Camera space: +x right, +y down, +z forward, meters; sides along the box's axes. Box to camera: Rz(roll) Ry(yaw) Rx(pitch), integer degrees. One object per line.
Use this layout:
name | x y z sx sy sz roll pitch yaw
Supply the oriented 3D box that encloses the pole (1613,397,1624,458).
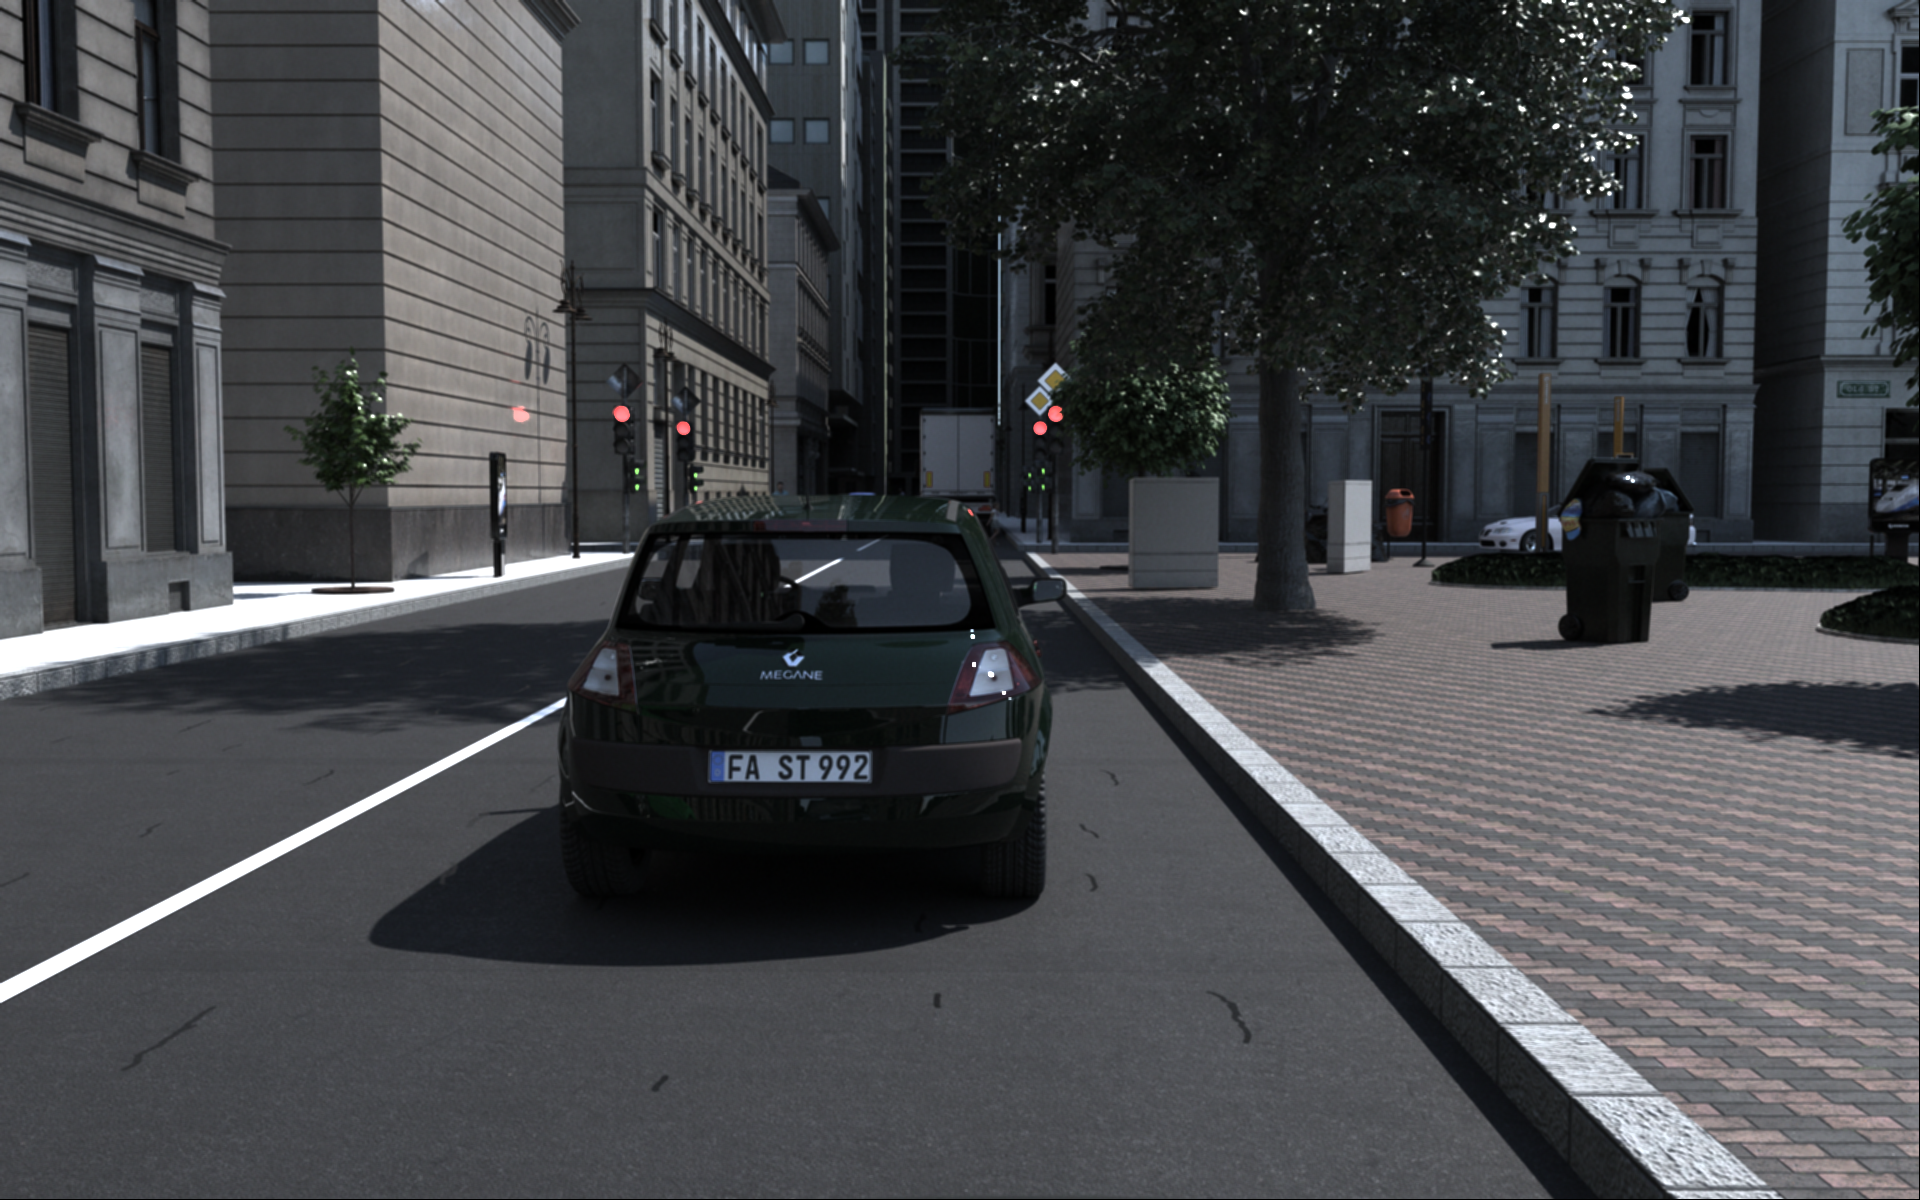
pole | 13.798 -2.599 36.336 0.158 3.312 0.155 0 3 0

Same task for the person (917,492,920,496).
person | -4.696 -11.457 196.735 0.541 1.710 0.530 -2 4 -34

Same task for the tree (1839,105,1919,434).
tree | 7.443 -1.677 11.135 4.285 4.588 4.351 0 3 0

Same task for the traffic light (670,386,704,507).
traffic light | -7.112 -3.432 45.026 0.839 4.253 0.868 0 4 0

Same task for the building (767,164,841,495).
building | -13.226 -14.932 95.055 10.553 20.767 40.483 0 4 0

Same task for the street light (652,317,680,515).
street light | -7.662 -4.434 45.277 0.468 5.910 1.993 0 4 0

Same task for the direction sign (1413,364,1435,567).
direction sign | 8.219 -2.361 30.592 0.379 3.537 0.876 0 4 4

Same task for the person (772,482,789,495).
person | -5.721 -2.876 55.544 0.660 1.820 0.620 -1 4 -21

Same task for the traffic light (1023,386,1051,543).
traffic light | 2.050 -3.430 45.005 0.839 4.253 0.868 0 4 0

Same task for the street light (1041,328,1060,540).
street light | 2.527 -4.628 48.449 0.468 5.910 1.993 0 4 0

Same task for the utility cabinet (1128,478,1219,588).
utility cabinet | 2.892 -0.906 23.484 1.173 1.500 0.318 0 4 -8

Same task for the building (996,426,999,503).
building | 14.732 -51.506 154.798 22.319 86.520 31.000 0 4 0

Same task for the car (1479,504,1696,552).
car | 14.506 -1.700 40.155 4.827 1.381 2.083 0 4 -1

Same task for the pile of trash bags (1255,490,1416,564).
pile of trash bags | 7.443 -1.439 33.277 3.447 1.369 1.912 -2 4 -34

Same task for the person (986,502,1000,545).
person | 0.939 -2.159 48.807 0.382 1.210 0.505 0 4 5

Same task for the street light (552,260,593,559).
street light | -7.651 -3.766 34.362 0.468 5.910 1.993 0 4 0

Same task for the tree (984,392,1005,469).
tree | 3.653 -10.607 123.780 4.360 8.622 3.978 0 3 0

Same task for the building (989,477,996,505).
building | 19.270 -30.077 183.638 32.217 40.220 23.993 0 4 0

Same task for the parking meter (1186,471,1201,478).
parking meter | 5.975 -2.363 44.344 0.255 1.863 0.399 2 4 33

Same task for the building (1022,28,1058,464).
building | 9.902 -15.519 72.823 14.460 24.649 34.723 0 4 0

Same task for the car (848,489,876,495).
car | -4.189 -3.937 73.963 1.945 1.707 3.694 0 4 2

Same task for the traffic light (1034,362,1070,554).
traffic light | 2.017 -2.942 37.020 0.839 4.253 0.868 0 4 0

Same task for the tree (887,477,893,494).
tree | -7.004 -10.503 166.319 1.663 3.219 1.824 0 3 0

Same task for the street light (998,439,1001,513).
street light | 2.849 -8.991 119.795 0.468 5.910 1.993 0 4 0

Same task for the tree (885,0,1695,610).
tree | 3.615 -6.865 18.897 9.857 13.997 8.962 0 3 0

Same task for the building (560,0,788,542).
building | -15.464 -13.837 59.515 16.112 22.955 30.059 0 4 0

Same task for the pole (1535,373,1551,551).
pole | 9.900 -2.175 29.405 0.158 3.312 0.155 0 3 0

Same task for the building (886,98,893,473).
building | -22.654 -34.527 184.131 30.456 49.044 23.786 0 4 0

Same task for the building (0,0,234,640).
building | -13.125 -9.869 10.513 9.793 20.994 18.267 0 4 0

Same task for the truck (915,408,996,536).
truck | -0.204 -4.475 62.084 2.839 4.237 11.283 0 4 -1

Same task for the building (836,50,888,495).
building | -13.898 -28.835 155.043 14.154 41.232 14.086 0 4 0

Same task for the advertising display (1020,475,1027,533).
advertising display | 2.112 -3.205 57.607 0.123 1.923 0.974 0 4 -4

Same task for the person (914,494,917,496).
person | -4.967 -10.873 189.463 0.799 1.438 0.628 1 4 21

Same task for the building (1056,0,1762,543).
building | 11.822 -12.244 49.344 18.267 20.994 9.793 0 4 0

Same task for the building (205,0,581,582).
building | -20.341 -14.245 30.164 25.104 27.353 12.463 0 4 0

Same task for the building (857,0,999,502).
building | -5.477 -47.332 212.131 20.611 71.187 20.563 0 4 0

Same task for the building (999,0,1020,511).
building | 10.052 -27.529 133.699 14.154 41.232 14.086 0 4 0

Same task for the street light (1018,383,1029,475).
street light | 2.636 -6.082 72.224 0.468 5.910 1.993 0 4 0

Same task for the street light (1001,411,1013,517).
street light | 2.679 -7.536 96.000 0.468 5.910 1.993 0 4 0

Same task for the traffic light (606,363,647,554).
traffic light | -7.144 -2.943 37.041 0.839 4.253 0.868 0 4 0

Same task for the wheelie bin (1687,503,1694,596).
wheelie bin | 8.423 -0.799 20.973 0.693 1.594 0.980 0 4 -3

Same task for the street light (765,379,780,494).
street light | -7.511 -5.910 69.413 0.468 5.910 1.993 0 4 0

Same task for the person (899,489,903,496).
person | -4.349 -7.184 126.040 0.705 1.814 1.350 -1 4 -20

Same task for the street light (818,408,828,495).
street light | -7.366 -7.364 93.188 0.468 5.910 1.993 0 4 0

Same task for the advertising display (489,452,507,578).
advertising display | -7.176 -1.329 26.946 0.123 1.923 0.974 0 4 -7

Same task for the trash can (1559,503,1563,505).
trash can | 10.211 -1.027 28.443 0.748 1.137 0.748 0 3 0

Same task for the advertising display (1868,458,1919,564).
advertising display | 16.793 -1.578 31.019 0.974 1.923 0.123 0 4 4

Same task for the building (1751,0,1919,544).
building | 43.774 -16.846 51.841 44.131 29.872 17.030 0 4 0

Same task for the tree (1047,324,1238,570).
tree | 3.127 -2.818 29.786 4.285 4.588 4.351 0 3 0

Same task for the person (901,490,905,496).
person | -5.455 -9.354 161.306 0.599 1.838 0.709 3 4 36

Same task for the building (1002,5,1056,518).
building | 8.439 -20.024 104.878 11.434 29.767 29.804 0 4 0

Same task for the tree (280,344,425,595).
tree | -7.860 -1.700 22.400 1.663 3.219 1.824 0 3 0

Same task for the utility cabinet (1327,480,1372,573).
utility cabinet | 6.322 -1.191 28.151 0.318 1.500 1.173 2 4 34

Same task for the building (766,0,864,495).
building | -21.570 -33.269 133.184 28.713 52.752 27.495 0 4 0

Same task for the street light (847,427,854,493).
street light | -7.368 -8.818 116.963 0.468 5.910 1.993 0 4 0

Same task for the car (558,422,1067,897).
car | -0.515 0.136 7.560 2.009 1.686 4.222 0 4 1

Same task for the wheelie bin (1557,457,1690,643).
wheelie bin | 5.711 -0.441 15.126 0.980 1.594 0.693 -2 4 -30

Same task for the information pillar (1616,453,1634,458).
information pillar | 11.983 -1.639 31.286 0.304 2.012 0.304 1 4 21
